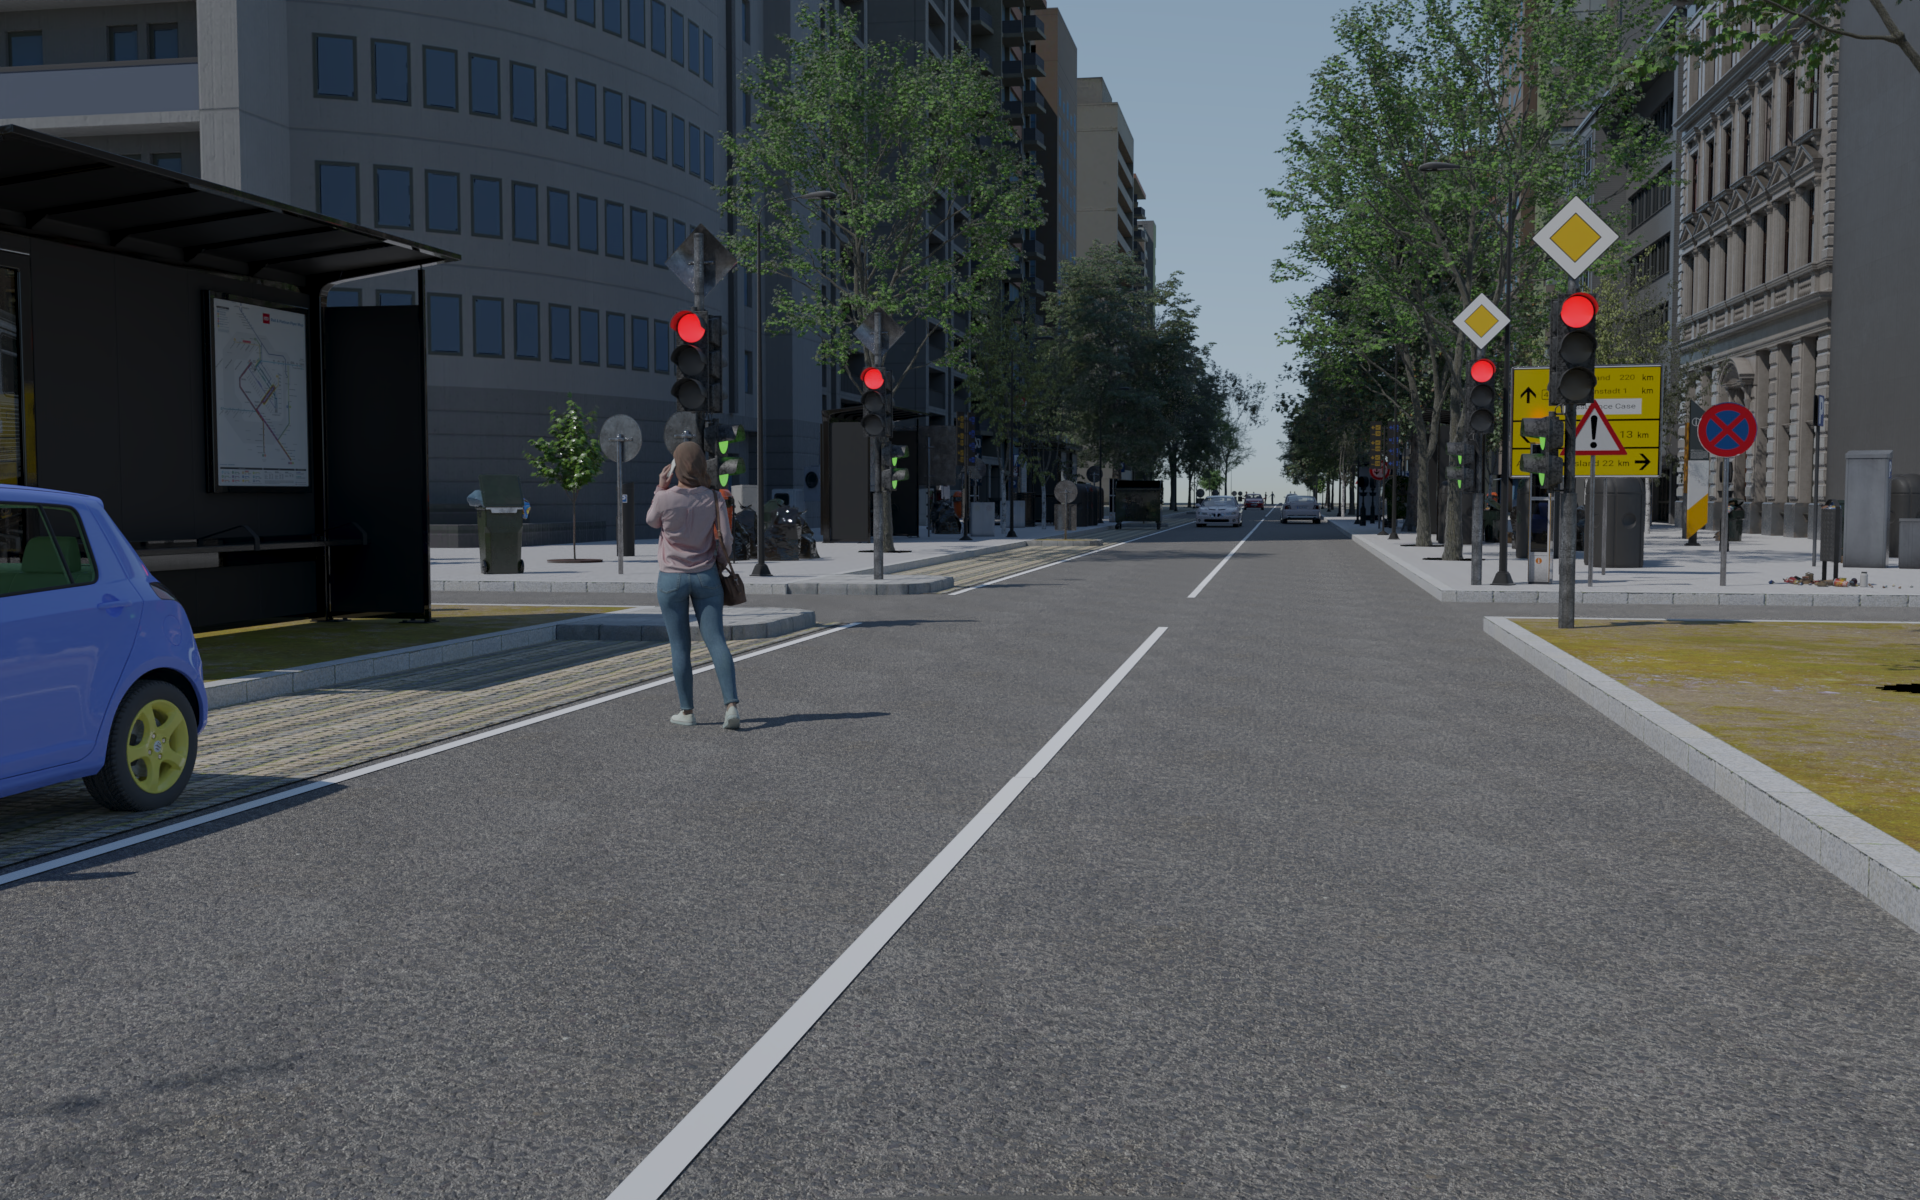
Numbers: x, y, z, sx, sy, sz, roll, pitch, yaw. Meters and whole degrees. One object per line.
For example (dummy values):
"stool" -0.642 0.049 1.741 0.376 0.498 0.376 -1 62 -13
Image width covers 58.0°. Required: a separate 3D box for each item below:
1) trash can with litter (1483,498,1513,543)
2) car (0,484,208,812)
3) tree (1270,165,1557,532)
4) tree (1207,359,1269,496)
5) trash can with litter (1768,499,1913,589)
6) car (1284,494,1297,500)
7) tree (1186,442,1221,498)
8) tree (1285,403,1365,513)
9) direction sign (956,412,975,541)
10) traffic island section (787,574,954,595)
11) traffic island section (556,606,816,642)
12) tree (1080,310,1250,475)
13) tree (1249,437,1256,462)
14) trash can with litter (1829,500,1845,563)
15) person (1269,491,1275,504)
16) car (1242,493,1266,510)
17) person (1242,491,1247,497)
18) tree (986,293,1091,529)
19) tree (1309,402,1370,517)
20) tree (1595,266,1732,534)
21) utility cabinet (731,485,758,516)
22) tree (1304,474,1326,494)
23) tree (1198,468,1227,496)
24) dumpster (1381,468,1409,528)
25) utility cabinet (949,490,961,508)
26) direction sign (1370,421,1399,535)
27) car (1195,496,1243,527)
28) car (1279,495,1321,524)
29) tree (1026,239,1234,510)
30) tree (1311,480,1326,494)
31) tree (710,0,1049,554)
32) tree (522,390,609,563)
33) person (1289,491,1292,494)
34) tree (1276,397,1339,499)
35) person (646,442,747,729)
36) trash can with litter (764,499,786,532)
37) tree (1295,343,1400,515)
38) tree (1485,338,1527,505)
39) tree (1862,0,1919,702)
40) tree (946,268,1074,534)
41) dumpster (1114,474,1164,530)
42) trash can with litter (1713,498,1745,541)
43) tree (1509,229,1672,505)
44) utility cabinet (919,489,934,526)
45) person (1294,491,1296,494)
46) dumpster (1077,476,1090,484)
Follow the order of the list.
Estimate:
"trash can with litter" 14.243 -2.081 45.411 0.624 1.170 1.055 -3 5 -44
"car" -4.678 0.176 6.710 1.945 1.707 3.694 1 4 11
"tree" 15.489 -8.668 58.725 9.611 12.733 9.660 0 3 0
"tree" 37.191 -23.618 242.039 12.611 20.169 13.585 0 3 0
"trash can with litter" 12.369 -0.830 24.621 1.678 1.210 2.233 1 4 10
"car" 43.719 -13.405 228.216 2.155 1.783 4.494 1 4 11
"tree" 23.960 -13.685 174.115 4.360 8.622 3.978 0 3 0
"tree" 29.838 -12.528 139.243 8.767 10.594 7.601 2 4 33
"direction sign" 0.162 -3.419 47.898 0.379 3.537 0.876 2 4 35
"traffic island section" -1.242 -0.229 26.018 2.009 0.180 2.903 1 4 11
"traffic island section" -2.723 0.251 18.170 2.009 0.180 2.903 1 4 11
"tree" 12.337 -12.468 114.218 12.009 13.543 11.850 0 3 0
"tree" 33.327 -19.237 224.893 12.009 13.543 11.850 0 3 0
"trash can with litter" 16.574 -1.274 32.216 0.624 1.170 1.055 0 4 6
"person" 43.370 -14.192 240.620 0.705 1.814 1.350 -2 4 -29
"car" 26.537 -9.014 156.412 2.155 1.783 4.494 1 4 9
"person" 34.120 -12.125 207.270 0.750 1.759 0.617 0 4 4
"tree" 3.021 -6.882 62.885 4.360 8.622 3.978 0 3 0
"tree" 21.344 -8.858 95.189 4.360 8.622 3.978 0 3 0
"tree" 22.263 -6.437 55.603 4.360 8.622 3.978 0 3 0
"utility cabinet" -5.260 -2.081 42.705 0.318 1.500 1.173 1 4 18
"tree" 49.486 -15.755 241.300 4.285 4.588 4.351 0 3 0
"tree" 28.164 -12.846 193.740 4.285 4.588 4.351 0 3 0
"dumpster" 16.692 -3.859 65.595 1.502 2.255 1.985 1 4 10
"utility cabinet" -0.239 -5.708 102.003 1.173 1.500 0.318 0 4 -3
"direction sign" 13.207 -3.789 53.943 0.876 3.537 0.379 1 4 8
"car" 11.442 -3.909 76.280 2.083 1.381 4.827 1 4 12
"car" 16.674 -4.434 84.858 2.083 1.381 4.827 1 4 9
"tree" 7.835 -10.964 85.911 9.857 13.997 8.962 0 3 0
"tree" 50.993 -15.535 248.600 1.663 3.219 1.824 0 3 0
"tree" -1.796 -6.844 37.651 9.928 11.665 9.643 0 3 0
"tree" -7.376 -2.315 32.448 1.663 3.219 1.824 0 3 0
"person" 44.188 -13.643 231.641 1.350 1.814 0.705 0 4 6
"tree" 44.317 -18.955 216.575 9.857 13.997 8.962 0 3 0
"person" -1.587 -0.093 10.616 0.593 1.750 0.643 -1 4 -20
"trash can with litter" -4.585 -1.846 41.561 0.624 1.170 1.055 2 4 28
"tree" 24.682 -11.541 106.819 7.486 12.596 7.792 0 3 0
"tree" 20.649 -7.161 67.450 4.360 8.622 3.978 0 3 0
"tree" 6.570 -5.183 10.492 9.928 11.665 9.643 0 3 0
"tree" 1.464 -6.434 55.561 4.737 8.622 4.395 0 3 0
"dumpster" 7.204 -3.960 69.694 1.985 2.255 1.502 1 4 11
"trash can with litter" 20.834 -2.182 47.062 0.624 1.170 1.055 0 4 -7
"tree" 17.730 -6.014 48.687 4.737 8.622 4.395 0 3 0
"utility cabinet" -1.368 -3.745 69.906 0.318 1.500 1.173 1 4 15
"person" 46.078 -14.060 238.519 1.348 1.807 0.705 0 4 -4
"dumpster" 6.564 -5.635 94.619 1.502 2.255 1.985 1 4 11
